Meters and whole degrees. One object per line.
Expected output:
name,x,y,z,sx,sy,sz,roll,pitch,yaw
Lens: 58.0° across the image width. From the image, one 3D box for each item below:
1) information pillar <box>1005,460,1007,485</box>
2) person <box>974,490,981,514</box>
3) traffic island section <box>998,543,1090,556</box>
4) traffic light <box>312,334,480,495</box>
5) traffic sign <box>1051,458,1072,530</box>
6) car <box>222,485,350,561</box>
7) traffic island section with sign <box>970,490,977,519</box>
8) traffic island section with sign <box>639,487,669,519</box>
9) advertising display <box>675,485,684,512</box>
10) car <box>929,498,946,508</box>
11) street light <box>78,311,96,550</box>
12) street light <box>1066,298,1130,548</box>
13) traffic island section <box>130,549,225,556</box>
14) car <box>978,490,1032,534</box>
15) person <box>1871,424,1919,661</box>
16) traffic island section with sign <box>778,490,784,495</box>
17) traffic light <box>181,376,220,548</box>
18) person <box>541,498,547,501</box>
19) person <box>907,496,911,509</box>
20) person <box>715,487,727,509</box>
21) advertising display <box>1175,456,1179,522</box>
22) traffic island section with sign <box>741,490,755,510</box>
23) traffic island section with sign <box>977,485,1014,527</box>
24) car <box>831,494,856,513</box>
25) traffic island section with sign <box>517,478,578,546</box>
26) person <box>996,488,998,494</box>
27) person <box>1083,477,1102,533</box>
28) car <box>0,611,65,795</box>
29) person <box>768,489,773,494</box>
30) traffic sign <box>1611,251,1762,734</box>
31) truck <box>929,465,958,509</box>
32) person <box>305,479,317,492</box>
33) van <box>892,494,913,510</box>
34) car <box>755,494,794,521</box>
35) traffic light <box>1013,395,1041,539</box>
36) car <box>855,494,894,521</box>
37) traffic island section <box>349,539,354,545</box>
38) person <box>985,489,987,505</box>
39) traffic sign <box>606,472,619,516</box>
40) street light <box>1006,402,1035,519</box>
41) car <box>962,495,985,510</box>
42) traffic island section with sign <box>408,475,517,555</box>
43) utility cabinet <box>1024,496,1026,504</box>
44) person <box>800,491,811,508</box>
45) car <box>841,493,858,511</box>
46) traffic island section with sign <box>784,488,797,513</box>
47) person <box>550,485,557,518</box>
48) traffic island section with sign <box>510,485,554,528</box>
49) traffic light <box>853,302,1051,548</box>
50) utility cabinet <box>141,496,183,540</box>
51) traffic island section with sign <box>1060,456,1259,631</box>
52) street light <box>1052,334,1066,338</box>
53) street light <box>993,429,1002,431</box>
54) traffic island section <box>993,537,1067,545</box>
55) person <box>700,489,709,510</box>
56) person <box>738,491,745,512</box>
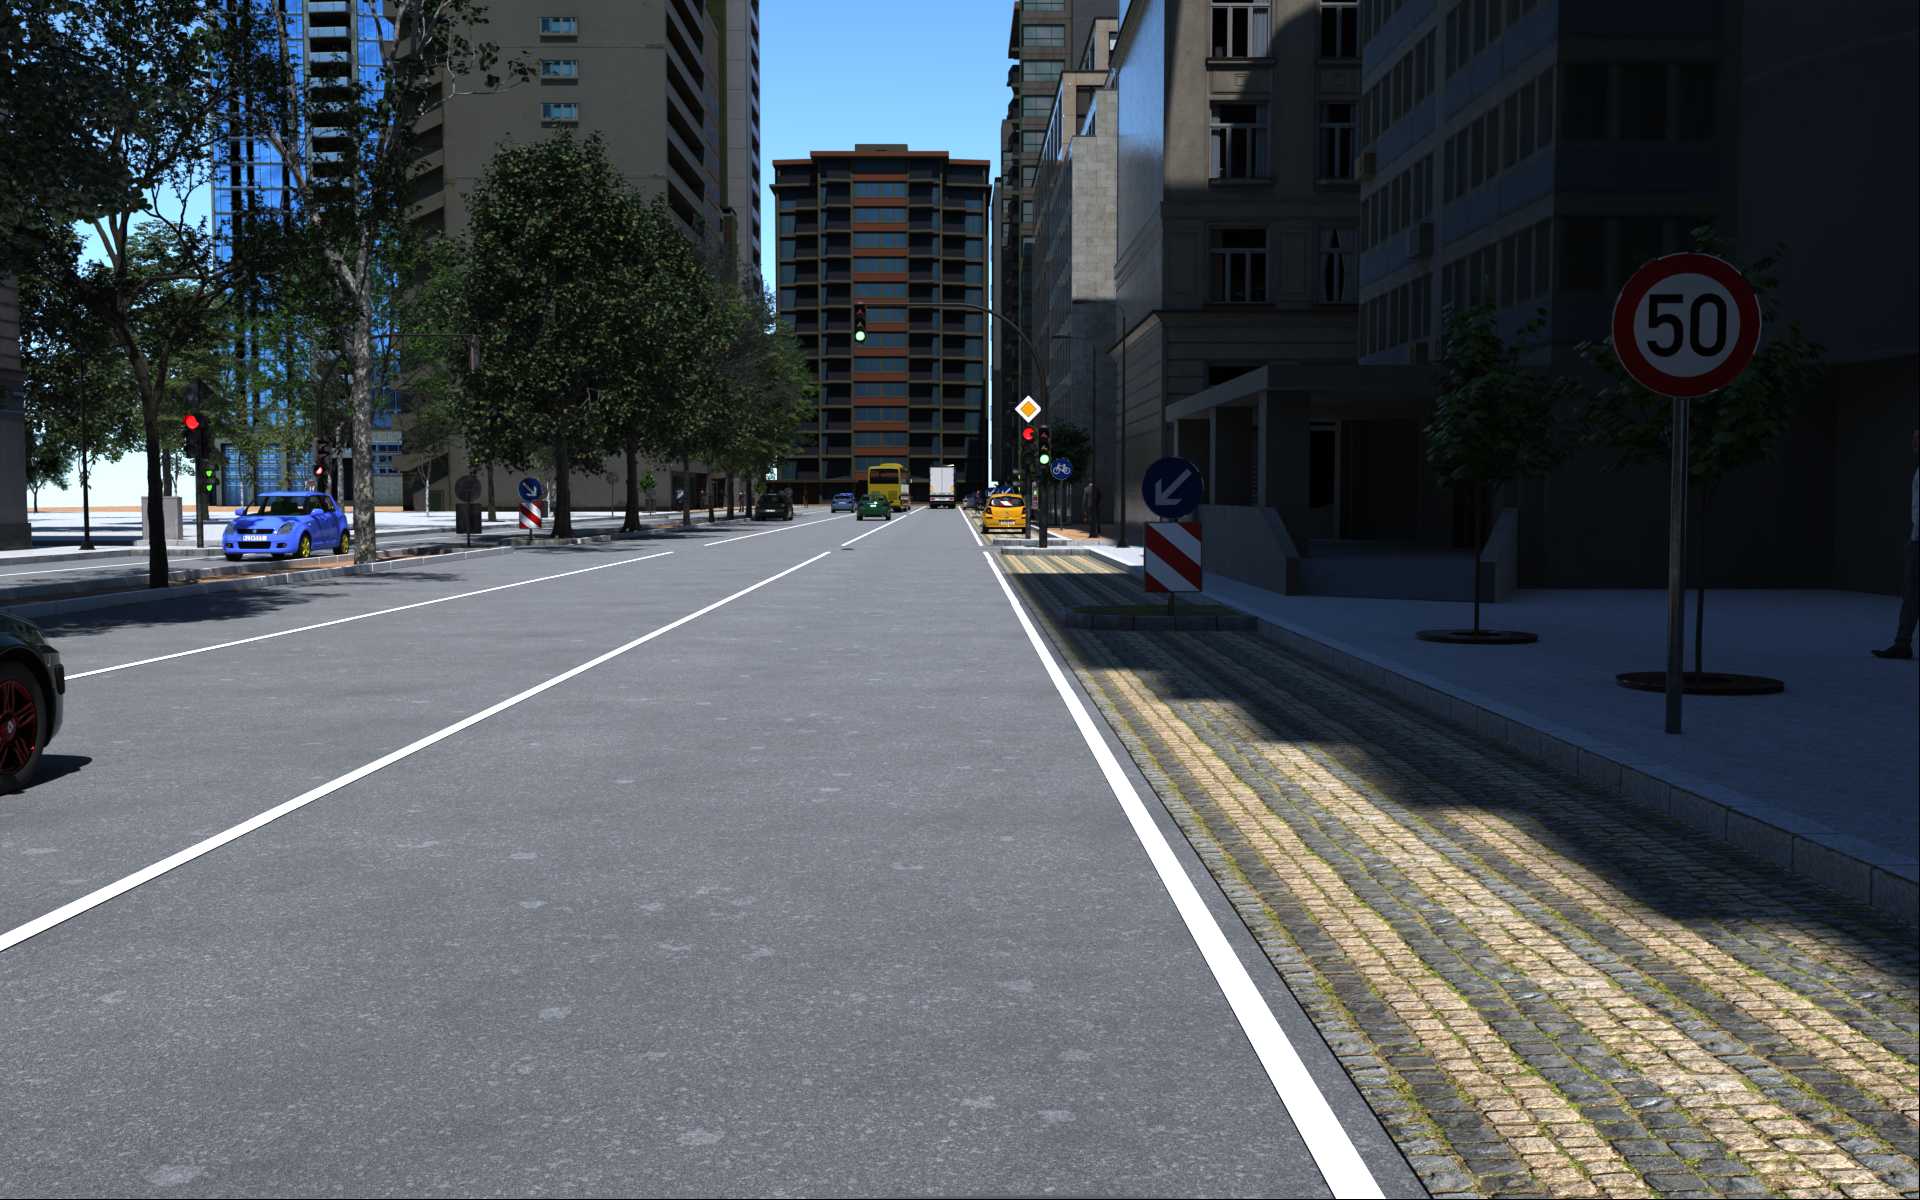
information pillar,3.147,-7.740,117.909,0.183,3.616,0.504,0,4,6
person,1.272,-7.138,126.124,0.541,1.710,0.530,-1,4,-9
traffic island section,2.002,-1.170,41.415,2.009,0.180,2.903,0,4,0
traffic light,-16.046,-4.560,49.218,4.771,5.953,1.251,0,4,0
traffic sign,3.575,-3.723,60.971,0.768,2.556,0.104,0,4,7
car,-14.875,-1.754,38.277,1.945,1.707,3.694,0,3,0
traffic island section with sign,1.715,-5.678,101.466,1.989,1.847,2.006,0,4,0
traffic island section with sign,-18.100,-5.659,101.156,1.989,1.847,2.006,0,4,0
advertising display,-20.147,-7.292,124.430,0.123,1.923,0.974,2,4,23
car,-2.382,-10.602,185.925,1.945,1.354,3.894,0,4,-2
street light,-19.537,-4.106,39.667,1.470,5.913,1.316,0,4,0
street light,3.361,-4.205,41.294,1.470,5.913,1.316,0,4,0
traffic island section,-18.139,-1.165,41.323,2.009,0.180,2.903,0,4,0
car,1.657,-3.229,63.023,2.015,1.641,3.980,0,3,0
person,7.525,-0.440,13.339,0.679,1.850,0.850,-3,5,-44
traffic island section with sign,-18.468,-10.439,179.305,1.989,1.847,2.006,0,4,0
traffic light,-18.099,-3.197,41.188,0.839,4.253,0.868,0,4,0
person,-24.257,-5.537,100.847,0.425,1.301,0.394,0,4,-2
person,-5.190,-9.793,169.321,1.217,1.736,0.721,1,4,23
person,-20.828,-8.900,151.184,1.348,1.869,0.705,-3,5,-42
advertising display,3.711,-1.512,29.928,0.123,1.923,0.974,0,4,7
traffic island section with sign,-18.345,-8.790,152.350,1.989,1.847,2.006,0,4,0
traffic island section with sign,1.854,-4.030,74.511,1.989,1.847,2.006,0,4,0
car,-8.950,-7.377,132.608,2.014,1.417,4.499,0,4,-2
traffic island section with sign,-12.001,-2.499,48.993,2.006,1.907,1.989,0,4,0
person,3.459,-9.506,161.469,0.705,1.823,1.348,-3,5,-42
person,4.354,-3.114,56.924,0.622,1.834,0.822,0,4,-4
car,-5.404,0.167,7.059,2.009,1.686,4.222,0,4,1
person,-20.996,-11.408,192.584,0.705,1.821,1.348,3,5,43
traffic sign,3.828,-0.557,9.217,0.768,2.556,0.104,0,4,5
truck,-1.643,-11.150,171.219,2.839,4.237,11.283,0,4,1
person,-21.810,-3.188,58.344,0.661,1.801,0.590,0,4,-6
van,-5.254,-9.064,155.209,2.013,2.044,4.112,0,4,-2
car,-9.961,-5.085,92.932,2.009,1.686,4.222,0,4,0
traffic light,1.923,-3.692,49.285,0.839,4.253,0.868,0,4,0
car,-4.707,-5.083,94.911,2.131,1.459,4.920,0,4,-2
traffic island section,-18.178,-1.653,49.308,2.009,0.180,2.903,0,4,0
person,2.984,-11.643,196.340,0.705,1.831,1.348,-1,4,-8
traffic sign,-20.092,-6.116,100.101,0.768,2.556,0.104,0,4,5
street light,3.125,-7.040,87.644,1.470,5.913,1.316,0,4,0
car,1.214,-8.828,156.694,2.083,1.381,4.827,0,4,1
traffic island section with sign,-11.975,-2.046,41.586,2.006,1.907,1.989,0,4,0
utility cabinet,3.525,-4.819,89.960,0.306,1.237,1.020,-1,4,-9
person,-15.897,-10.387,178.841,1.217,1.766,0.721,-1,4,-10
car,-9.633,-8.394,146.840,1.945,1.707,3.694,0,4,-2
traffic island section with sign,-12.372,-7.094,124.131,2.006,1.907,1.989,0,4,0
person,-22.105,-5.377,94.144,0.526,1.800,0.537,0,4,6
traffic island section with sign,-17.970,-3.993,73.913,1.989,1.847,2.006,0,4,0
traffic light,-0.129,-4.066,41.149,4.771,5.953,1.251,0,4,0
utility cabinet,-22.345,-2.285,48.524,1.020,1.237,0.306,0,4,-1
traffic island section with sign,2.120,-0.631,18.950,1.989,1.847,2.006,0,4,0
street light,3.368,-4.766,50.473,1.470,5.913,1.316,0,4,0
street light,3.061,-9.290,124.438,1.470,5.913,1.316,0,4,0
traffic island section,1.964,-1.659,49.400,2.009,0.180,2.903,0,4,0
person,-20.372,-8.019,137.959,0.742,1.727,0.445,-2,4,-31
person,-17.346,-7.848,137.618,0.445,1.727,0.742,1,4,14
